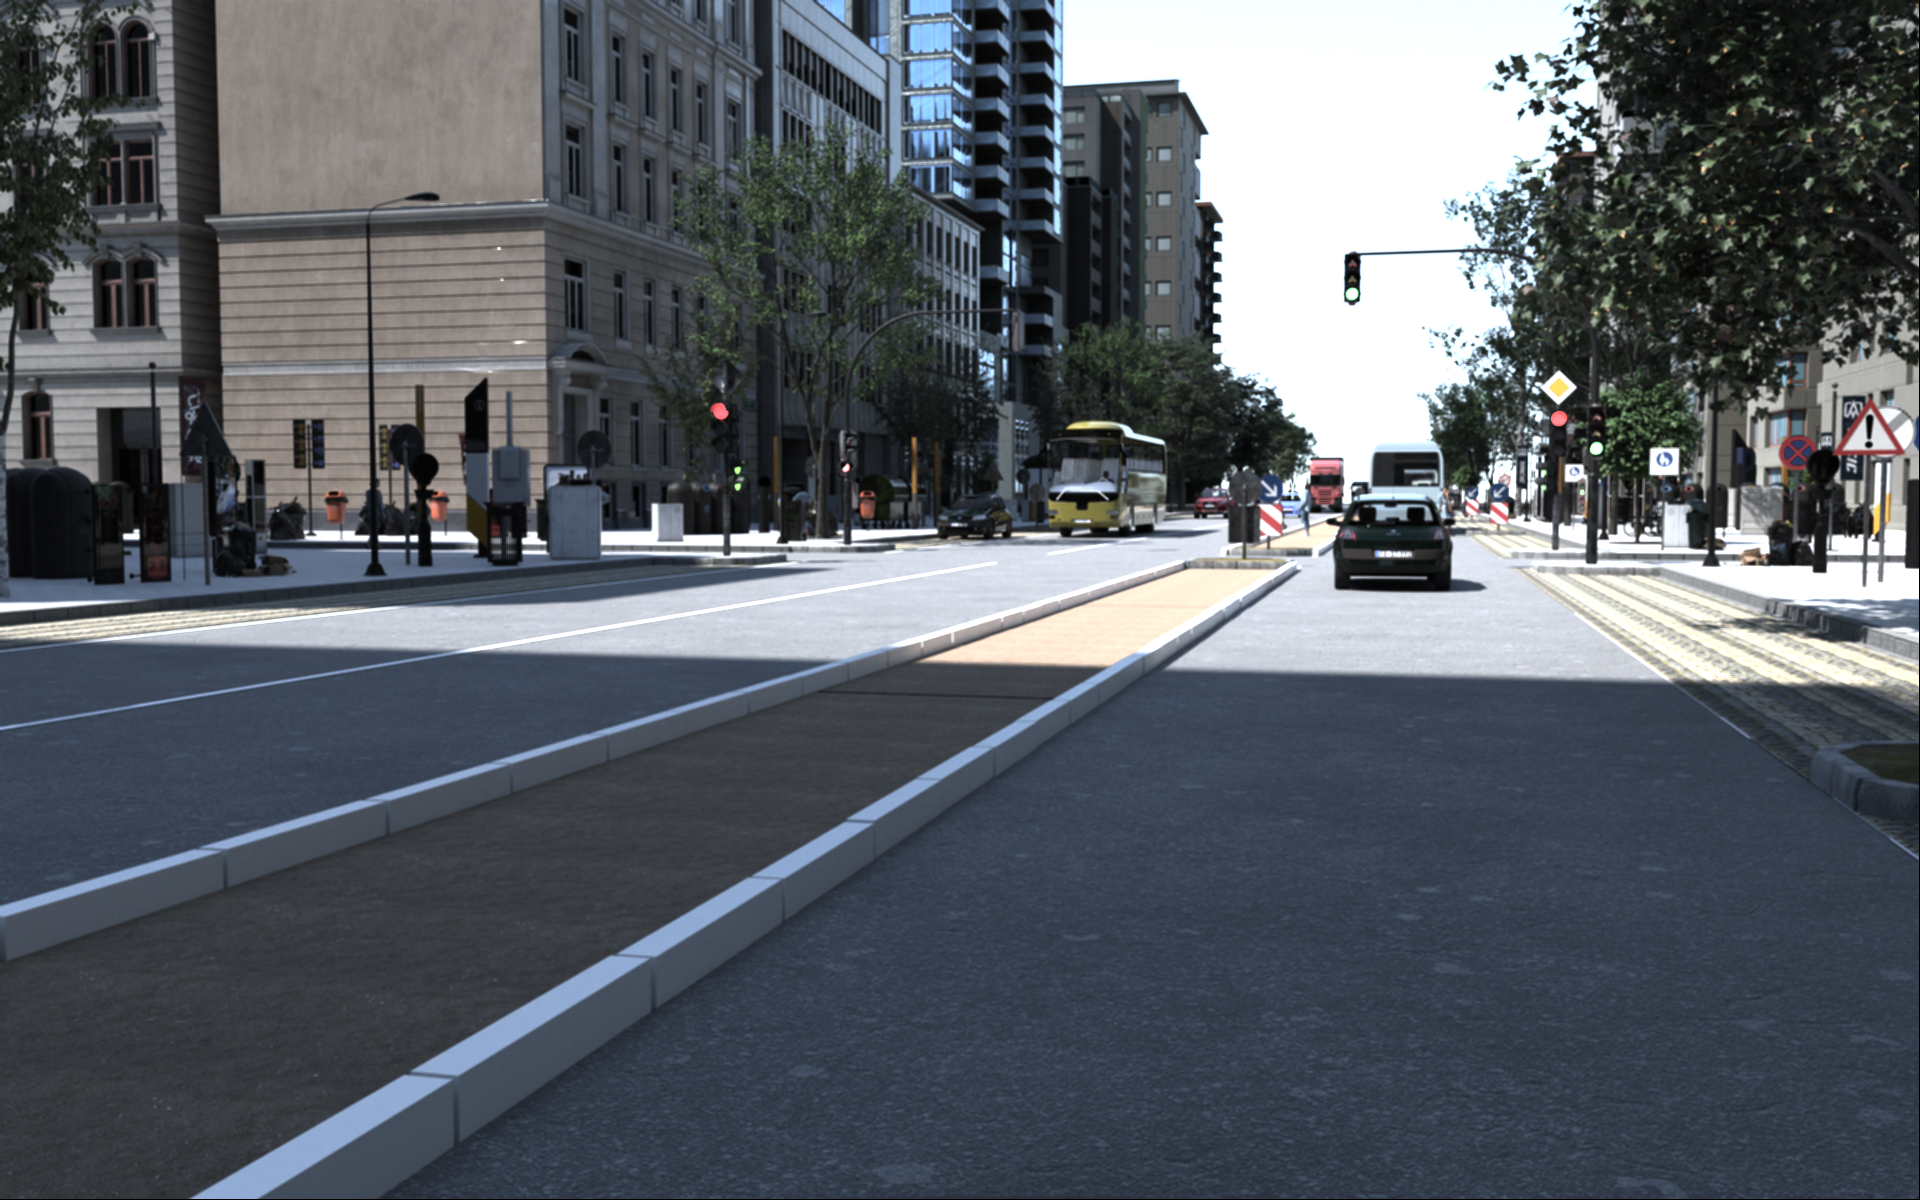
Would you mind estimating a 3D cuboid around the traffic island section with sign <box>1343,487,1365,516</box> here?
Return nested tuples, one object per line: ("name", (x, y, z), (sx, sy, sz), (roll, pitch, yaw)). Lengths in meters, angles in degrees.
("traffic island section with sign", (26.166, -6.444, 113.500), (2.006, 1.907, 1.989), (1, 4, 14))

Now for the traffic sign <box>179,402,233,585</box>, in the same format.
("traffic sign", (-10.622, -1.491, 24.384), (0.884, 2.594, 0.081), (1, 4, 16))

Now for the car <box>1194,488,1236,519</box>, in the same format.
("car", (15.136, -5.746, 102.621), (2.281, 1.827, 5.304), (1, 4, 16))

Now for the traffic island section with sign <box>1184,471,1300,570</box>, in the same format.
("traffic island section with sign", (5.457, -1.556, 33.584), (2.006, 1.907, 1.989), (1, 4, 14))

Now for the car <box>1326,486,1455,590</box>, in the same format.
("car", (6.781, -1.069, 27.259), (2.009, 1.686, 4.222), (1, 4, 13))

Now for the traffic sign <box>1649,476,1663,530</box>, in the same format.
("traffic sign", (24.847, -3.808, 62.263), (0.884, 2.594, 0.081), (1, 4, 22))

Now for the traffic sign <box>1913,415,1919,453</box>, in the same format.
("traffic sign", (14.333, -1.546, 25.386), (0.768, 2.556, 0.104), (1, 4, 21))

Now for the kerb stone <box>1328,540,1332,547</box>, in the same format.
("kerb stone", (9.637, -1.425, 45.539), (0.120, 0.150, 1.000), (1, 4, 14))

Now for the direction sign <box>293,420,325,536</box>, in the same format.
("direction sign", (-19.850, -3.723, 52.864), (0.876, 3.537, 0.379), (-1, 4, -14))

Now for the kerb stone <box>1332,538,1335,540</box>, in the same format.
("kerb stone", (10.153, -1.549, 47.523), (0.120, 0.150, 1.000), (1, 4, 14))

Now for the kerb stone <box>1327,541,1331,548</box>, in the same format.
("kerb stone", (9.384, -1.362, 44.549), (0.120, 0.150, 1.000), (1, 4, 14))

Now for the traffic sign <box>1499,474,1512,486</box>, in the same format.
("traffic sign", (34.675, -6.732, 110.177), (0.768, 2.556, 0.104), (1, 4, 22))

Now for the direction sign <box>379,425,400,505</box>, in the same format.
("direction sign", (-18.656, -3.958, 56.708), (0.876, 3.537, 0.379), (2, 4, 28))

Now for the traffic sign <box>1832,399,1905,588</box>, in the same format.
("traffic sign", (12.417, -1.450, 23.709), (0.884, 2.594, 0.081), (1, 4, 21))

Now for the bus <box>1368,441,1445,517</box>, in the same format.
("bus", (17.323, -4.416, 67.060), (2.948, 3.499, 13.247), (1, 4, 15))

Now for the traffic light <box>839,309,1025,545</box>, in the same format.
("traffic light", (-0.774, -4.185, 43.100), (4.771, 5.953, 1.251), (1, 4, 14))

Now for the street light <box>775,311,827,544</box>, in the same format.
("street light", (-4.052, -4.386, 44.250), (1.470, 5.913, 1.316), (1, 4, 14))

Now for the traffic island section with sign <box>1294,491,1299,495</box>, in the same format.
("traffic island section with sign", (42.616, -12.878, 219.190), (1.989, 1.847, 2.006), (1, 4, 14))

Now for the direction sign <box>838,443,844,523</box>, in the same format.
("direction sign", (-5.199, -5.184, 76.756), (0.379, 3.537, 0.876), (1, 4, 21))

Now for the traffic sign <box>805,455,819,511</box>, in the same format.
("traffic sign", (-4.776, -3.477, 56.952), (0.768, 2.556, 0.104), (1, 4, 21))

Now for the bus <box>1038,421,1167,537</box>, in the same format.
("bus", (5.368, -4.299, 61.827), (2.896, 3.916, 12.252), (1, 4, 14))

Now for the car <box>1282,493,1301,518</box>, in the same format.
("car", (20.024, -5.866, 105.501), (1.945, 1.707, 3.694), (1, 4, 13))

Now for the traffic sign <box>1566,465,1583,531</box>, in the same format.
("traffic sign", (21.315, -3.547, 60.121), (0.606, 2.300, 0.079), (1, 4, 19))

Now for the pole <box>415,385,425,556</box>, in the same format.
("pole", (-10.106, -2.364, 32.492), (0.158, 3.312, 0.155), (0, 3, 0))

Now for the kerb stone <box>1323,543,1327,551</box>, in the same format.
("kerb stone", (8.867, -1.239, 42.566), (0.120, 0.150, 1.000), (1, 4, 14))

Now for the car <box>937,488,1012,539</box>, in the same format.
("car", (0.486, -2.807, 55.680), (2.009, 1.686, 4.222), (1, 4, 14))

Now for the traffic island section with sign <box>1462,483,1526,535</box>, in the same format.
("traffic island section with sign", (18.819, -3.200, 60.943), (1.989, 1.847, 2.006), (1, 4, 14))

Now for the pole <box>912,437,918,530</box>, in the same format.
("pole", (-1.631, -4.189, 62.333), (0.158, 3.312, 0.155), (0, 3, 0))

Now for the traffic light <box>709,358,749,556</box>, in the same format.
("traffic light", (-4.824, -2.871, 35.860), (0.839, 4.253, 0.868), (1, 4, 14))

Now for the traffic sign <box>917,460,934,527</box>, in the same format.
("traffic sign", (-1.434, -4.080, 66.712), (0.884, 2.594, 0.081), (1, 4, 20))

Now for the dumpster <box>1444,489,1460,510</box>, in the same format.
("dumpster", (39.061, -7.970, 138.532), (1.865, 1.857, 1.264), (1, 4, 16))

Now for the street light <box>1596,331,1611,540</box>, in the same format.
("street light", (17.435, -4.632, 48.268), (1.470, 5.913, 1.316), (1, 4, 14))

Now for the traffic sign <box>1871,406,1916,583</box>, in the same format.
("traffic sign", (13.349, -1.525, 25.038), (0.768, 2.556, 0.104), (1, 4, 18))

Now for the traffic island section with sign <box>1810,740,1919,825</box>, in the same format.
("traffic island section with sign", (5.091, 0.044, 7.914), (1.989, 1.847, 2.006), (1, 4, 14))

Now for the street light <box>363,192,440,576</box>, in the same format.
("street light", (-8.685, -3.328, 26.950), (1.470, 5.913, 1.316), (1, 4, 14))

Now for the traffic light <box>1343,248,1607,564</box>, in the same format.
("traffic light", (9.505, -3.509, 32.033), (4.771, 5.953, 1.251), (1, 4, 14))

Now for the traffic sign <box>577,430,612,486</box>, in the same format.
("traffic sign", (-7.295, -2.104, 34.511), (0.768, 2.556, 0.104), (1, 4, 17))

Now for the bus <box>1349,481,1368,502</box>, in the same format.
("bus", (55.252, -14.921, 238.818), (2.948, 3.499, 13.247), (1, 4, 13))

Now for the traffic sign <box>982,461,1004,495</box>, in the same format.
("traffic sign", (1.261, -4.096, 66.975), (0.884, 2.594, 0.081), (1, 4, 16))

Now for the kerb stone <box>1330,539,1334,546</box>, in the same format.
("kerb stone", (9.900, -1.486, 46.526), (0.120, 0.150, 1.000), (1, 4, 14))

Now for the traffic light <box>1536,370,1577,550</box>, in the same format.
("traffic light", (13.556, -3.086, 39.379), (0.839, 4.253, 0.868), (1, 4, 14))

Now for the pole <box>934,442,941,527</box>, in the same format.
("pole", (-0.922, -4.512, 67.622), (0.158, 3.312, 0.155), (0, 3, 0))

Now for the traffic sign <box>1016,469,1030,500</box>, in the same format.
("traffic sign", (3.165, -5.333, 87.305), (0.768, 2.556, 0.104), (1, 4, 22))

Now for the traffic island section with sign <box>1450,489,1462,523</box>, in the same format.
("traffic island section with sign", (25.598, -4.796, 87.035), (1.989, 1.847, 2.006), (1, 4, 14))

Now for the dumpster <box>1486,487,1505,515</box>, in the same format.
("dumpster", (33.418, -6.241, 107.794), (1.264, 1.857, 1.865), (1, 4, 14))

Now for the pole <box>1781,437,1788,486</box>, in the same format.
("pole", (29.295, -4.142, 61.564), (0.158, 3.312, 0.155), (0, 3, 0))

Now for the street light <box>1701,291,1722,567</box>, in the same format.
("street light", (12.766, -3.551, 30.596), (1.470, 5.913, 1.316), (1, 4, 14))

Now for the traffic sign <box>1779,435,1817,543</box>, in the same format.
("traffic sign", (18.095, -2.285, 37.472), (0.768, 2.556, 0.104), (1, 4, 15))

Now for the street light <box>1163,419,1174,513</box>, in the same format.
("street light", (12.355, -8.273, 107.800), (1.470, 5.913, 1.316), (1, 4, 14))

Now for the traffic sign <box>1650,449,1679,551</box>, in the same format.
("traffic sign", (15.774, -2.245, 38.829), (0.606, 2.300, 0.079), (1, 4, 23))

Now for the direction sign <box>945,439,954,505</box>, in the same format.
("direction sign", (-0.437, -4.848, 71.263), (0.379, 3.537, 0.876), (-1, 4, -22))

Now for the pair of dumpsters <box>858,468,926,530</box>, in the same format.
("pair of dumpsters", (-2.558, -3.773, 64.175), (1.574, 2.255, 4.437), (1, 4, 14))

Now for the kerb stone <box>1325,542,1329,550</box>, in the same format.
("kerb stone", (9.130, -1.301, 43.554), (0.120, 0.150, 1.000), (1, 4, 14))

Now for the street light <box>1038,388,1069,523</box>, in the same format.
("street light", (4.066, -6.319, 75.859), (1.470, 5.913, 1.316), (1, 4, 14))

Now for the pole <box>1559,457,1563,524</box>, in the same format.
("pole", (25.738, -4.919, 74.273), (0.158, 3.312, 0.155), (0, 3, 0))

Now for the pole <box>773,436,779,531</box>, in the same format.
("pole", (-6.467, -4.103, 60.922), (0.158, 3.312, 0.155), (0, 3, 0))

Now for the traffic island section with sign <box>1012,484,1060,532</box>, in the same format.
("traffic island section with sign", (2.875, -3.499, 65.839), (1.989, 1.847, 2.006), (1, 4, 14))

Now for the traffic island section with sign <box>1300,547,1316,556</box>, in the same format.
("traffic island section with sign", (7.325, -1.995, 40.753), (2.006, 1.907, 1.989), (1, 4, 14))

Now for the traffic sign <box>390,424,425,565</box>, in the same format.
("traffic sign", (-10.034, -1.915, 31.408), (0.768, 2.556, 0.104), (1, 4, 22))
